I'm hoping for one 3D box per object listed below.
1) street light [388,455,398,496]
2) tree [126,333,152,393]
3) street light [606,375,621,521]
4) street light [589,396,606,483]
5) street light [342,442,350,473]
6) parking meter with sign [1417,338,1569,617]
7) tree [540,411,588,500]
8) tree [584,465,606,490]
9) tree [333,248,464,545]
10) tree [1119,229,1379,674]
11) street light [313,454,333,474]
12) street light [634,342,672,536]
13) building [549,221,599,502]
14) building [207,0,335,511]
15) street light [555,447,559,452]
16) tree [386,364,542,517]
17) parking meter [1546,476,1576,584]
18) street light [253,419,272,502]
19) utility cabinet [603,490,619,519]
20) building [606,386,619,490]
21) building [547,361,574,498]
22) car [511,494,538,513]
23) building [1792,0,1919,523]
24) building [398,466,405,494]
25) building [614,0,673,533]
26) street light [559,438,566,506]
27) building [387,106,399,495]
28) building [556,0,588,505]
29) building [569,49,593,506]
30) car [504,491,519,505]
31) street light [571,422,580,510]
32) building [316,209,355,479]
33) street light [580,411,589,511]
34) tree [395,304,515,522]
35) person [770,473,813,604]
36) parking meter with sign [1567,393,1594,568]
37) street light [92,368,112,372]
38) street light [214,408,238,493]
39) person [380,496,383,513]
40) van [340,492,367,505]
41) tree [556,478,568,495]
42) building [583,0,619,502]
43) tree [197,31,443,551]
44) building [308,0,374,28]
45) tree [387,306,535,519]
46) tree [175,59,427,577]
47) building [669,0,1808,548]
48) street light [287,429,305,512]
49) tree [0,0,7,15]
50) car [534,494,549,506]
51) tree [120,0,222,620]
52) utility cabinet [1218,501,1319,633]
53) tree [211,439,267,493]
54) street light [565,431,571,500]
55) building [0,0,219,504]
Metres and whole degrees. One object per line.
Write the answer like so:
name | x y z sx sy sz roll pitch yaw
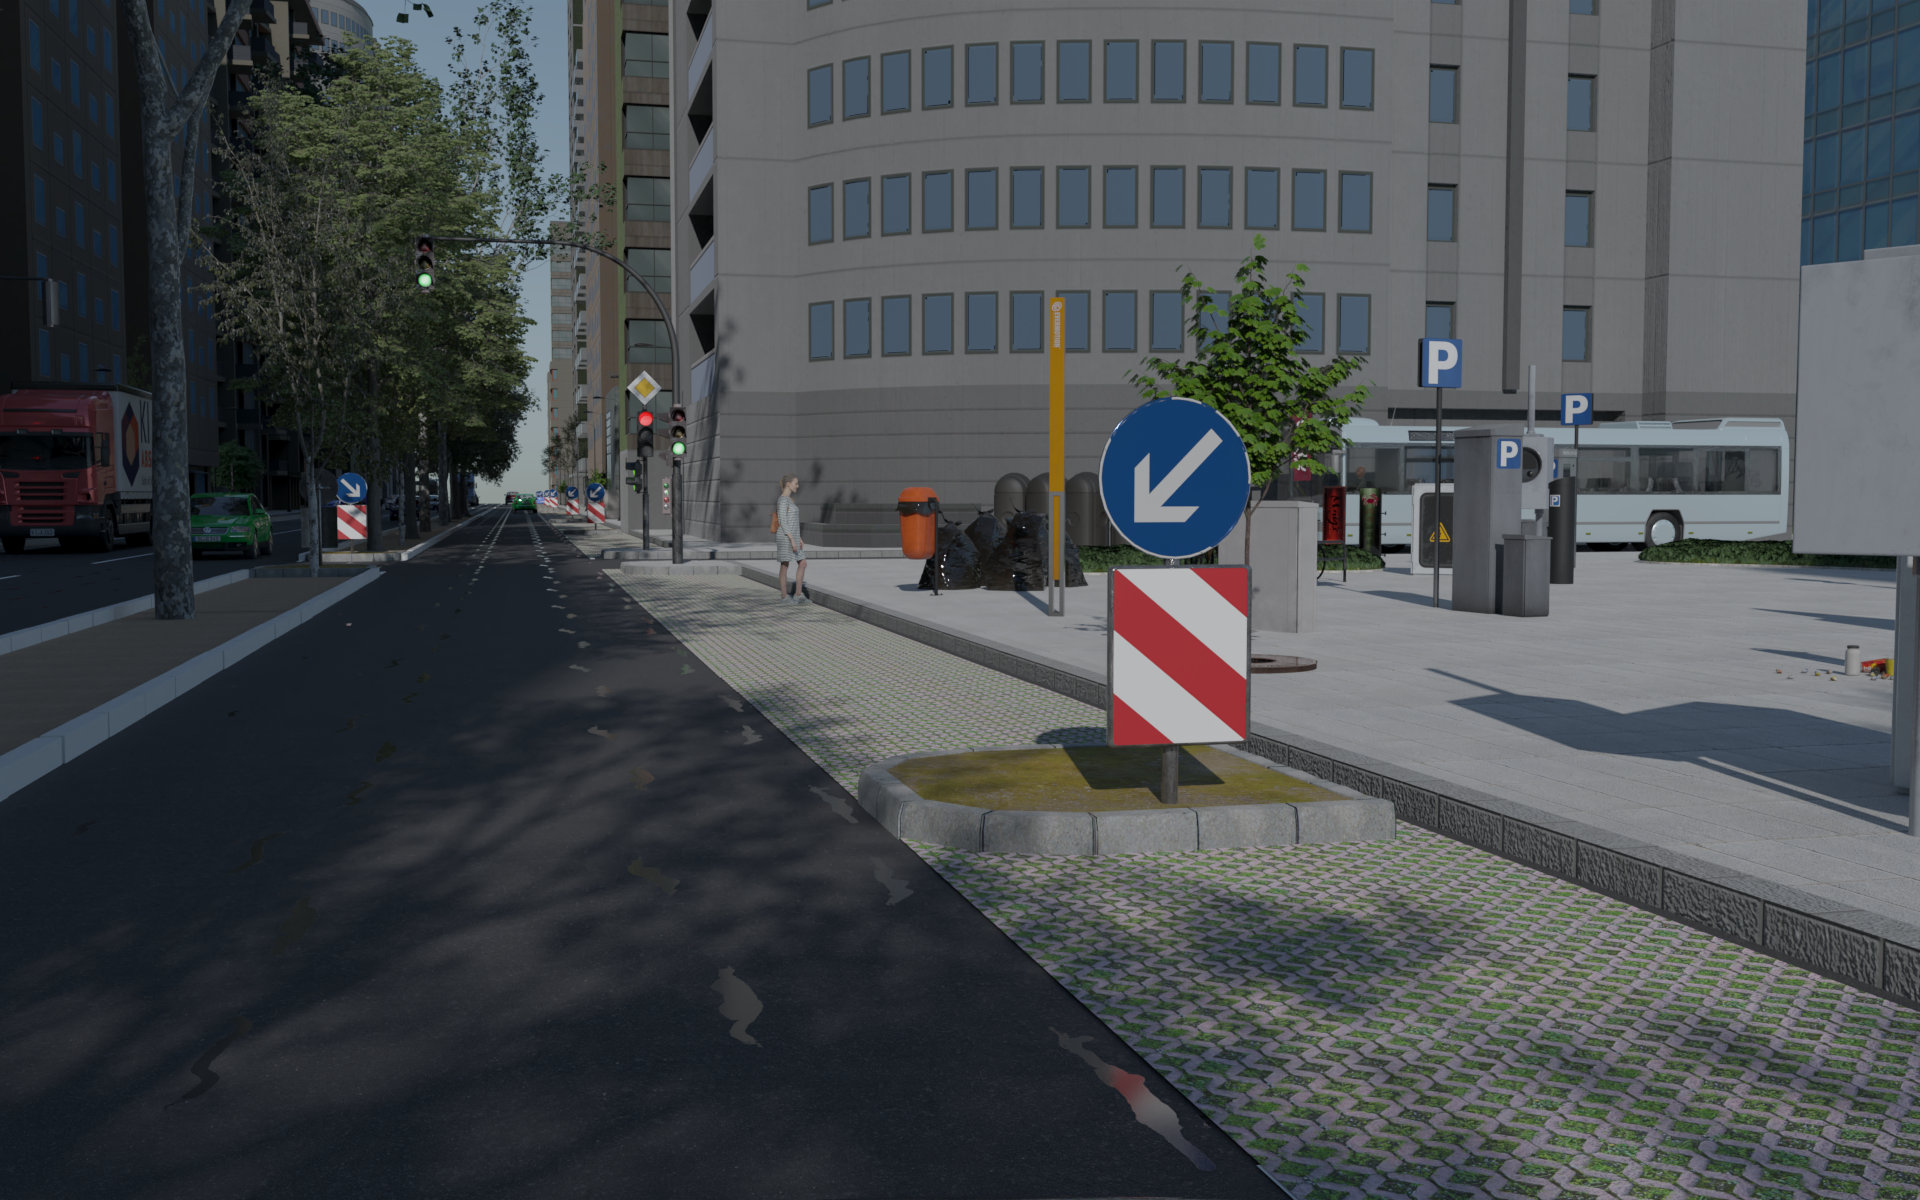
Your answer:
street light | -71.666 -15.092 219.290 1.470 5.913 1.316 -1 4 -14
tree | -35.796 -7.584 74.353 4.737 8.622 4.395 0 3 0
street light | -12.943 -5.826 67.804 1.470 5.913 1.316 -1 4 -14
street light | -16.748 -6.725 82.492 1.470 5.913 1.316 -1 4 -14
street light | -54.721 -11.016 152.657 1.470 5.913 1.316 -1 4 -14
parking meter with sign | 5.698 -1.375 18.738 0.543 3.016 1.738 -1 4 -22
tree | -43.617 -15.873 193.930 7.601 10.594 8.767 2 4 29
tree | -24.083 -7.360 114.939 1.663 3.219 1.824 0 3 0
tree | -15.715 -5.847 48.411 4.737 8.622 4.395 0 3 0
tree | 2.250 -1.107 12.708 1.663 3.219 1.824 0 3 0
street light | -50.988 -10.127 138.115 1.470 5.913 1.316 -1 4 -14
street light | -9.288 -4.940 53.315 1.470 5.913 1.316 -1 4 -14
building | -54.591 -35.367 261.848 14.154 41.232 14.086 -1 4 -14
building | -65.685 -30.068 146.230 22.147 44.769 28.867 -1 4 -14
street light | -35.763 -11.316 157.557 1.470 5.913 1.316 -1 4 -14
tree | -30.658 -11.443 106.561 9.611 12.733 9.660 0 3 0
parking meter | 8.588 -0.999 24.752 0.372 1.533 0.369 0 3 0
street light | -43.662 -8.355 109.141 1.470 5.913 1.316 -1 4 -14
utility cabinet | -18.008 -4.952 89.643 0.318 1.500 1.173 1 4 22
building | -8.548 -48.087 98.896 22.319 86.520 31.000 -1 4 -14
building | -43.392 -24.327 242.783 27.650 21.520 28.899 -1 4 -14
car | -32.822 -7.446 130.545 1.959 1.807 4.718 -1 4 -15
building | 35.253 -24.826 56.014 14.200 45.320 14.600 -1 4 -14
building | -87.231 -29.271 250.277 14.160 30.474 14.107 -1 4 -14
building | -6.790 -18.219 69.586 14.160 30.474 14.107 -1 4 -14
street light | -31.987 -10.392 142.452 1.470 5.913 1.316 -1 4 -14
building | -86.153 -41.911 227.243 21.231 58.520 28.212 -1 4 -14
building | -40.254 -47.604 216.569 20.563 71.187 20.611 -1 4 -14
building | -27.170 -33.915 174.111 23.786 49.044 30.456 -1 4 -14
car | -59.503 -13.568 230.507 2.281 1.827 5.304 -1 4 -14
street light | -24.108 -8.516 111.781 1.470 5.913 1.316 -1 4 -14
building | -67.246 -24.287 168.791 14.160 30.474 14.107 -1 4 -14
street light | -20.352 -7.612 96.994 1.470 5.913 1.316 -1 4 -14
tree | -26.097 -9.732 87.332 9.928 11.665 9.643 0 3 0
person | -2.218 -0.794 22.492 0.522 1.701 0.512 0 4 7
parking meter with sign | 10.119 -2.030 29.450 0.543 3.016 1.738 3 5 43
street light | -32.022 -5.594 63.995 1.470 5.913 1.316 -1 4 -14
street light | -39.475 -7.371 93.057 1.470 5.913 1.316 -1 4 -14
person | -43.997 -7.320 131.365 0.799 1.438 0.628 2 4 31
van | -42.381 -7.171 121.636 2.240 2.365 5.245 -1 4 -15
tree | -46.434 -12.734 202.805 1.663 3.219 1.824 0 3 0
building | -25.407 -30.658 151.363 14.600 45.320 14.200 -1 4 -14
tree | -14.313 -7.441 42.249 7.486 12.596 7.792 0 3 0
building | -78.498 -40.248 200.056 21.231 58.520 28.212 -1 4 -14
tree | -28.362 -11.490 96.977 9.857 13.997 8.962 0 3 0
tree | -10.993 -4.672 29.208 4.360 8.622 3.978 0 3 0
building | 6.184 -31.158 51.427 28.212 58.520 21.231 -1 4 -14
street light | -47.379 -9.240 123.614 1.470 5.913 1.316 -1 4 -14
tree | -5.400 -5.668 5.505 12.009 13.543 11.850 0 3 0
car | -51.288 -12.413 212.545 1.945 1.707 3.694 -1 4 -14
tree | -7.596 -9.806 18.682 12.611 20.169 13.585 0 3 0
utility cabinet | 2.906 -0.320 16.396 0.306 1.237 1.020 -3 4 -38
tree | -43.929 -7.381 104.388 4.285 4.588 4.351 0 3 0
street light | -28.182 -9.508 128.001 1.470 5.913 1.316 -1 4 -14
building | -43.978 -26.384 81.490 14.600 45.320 14.200 -1 4 -14
